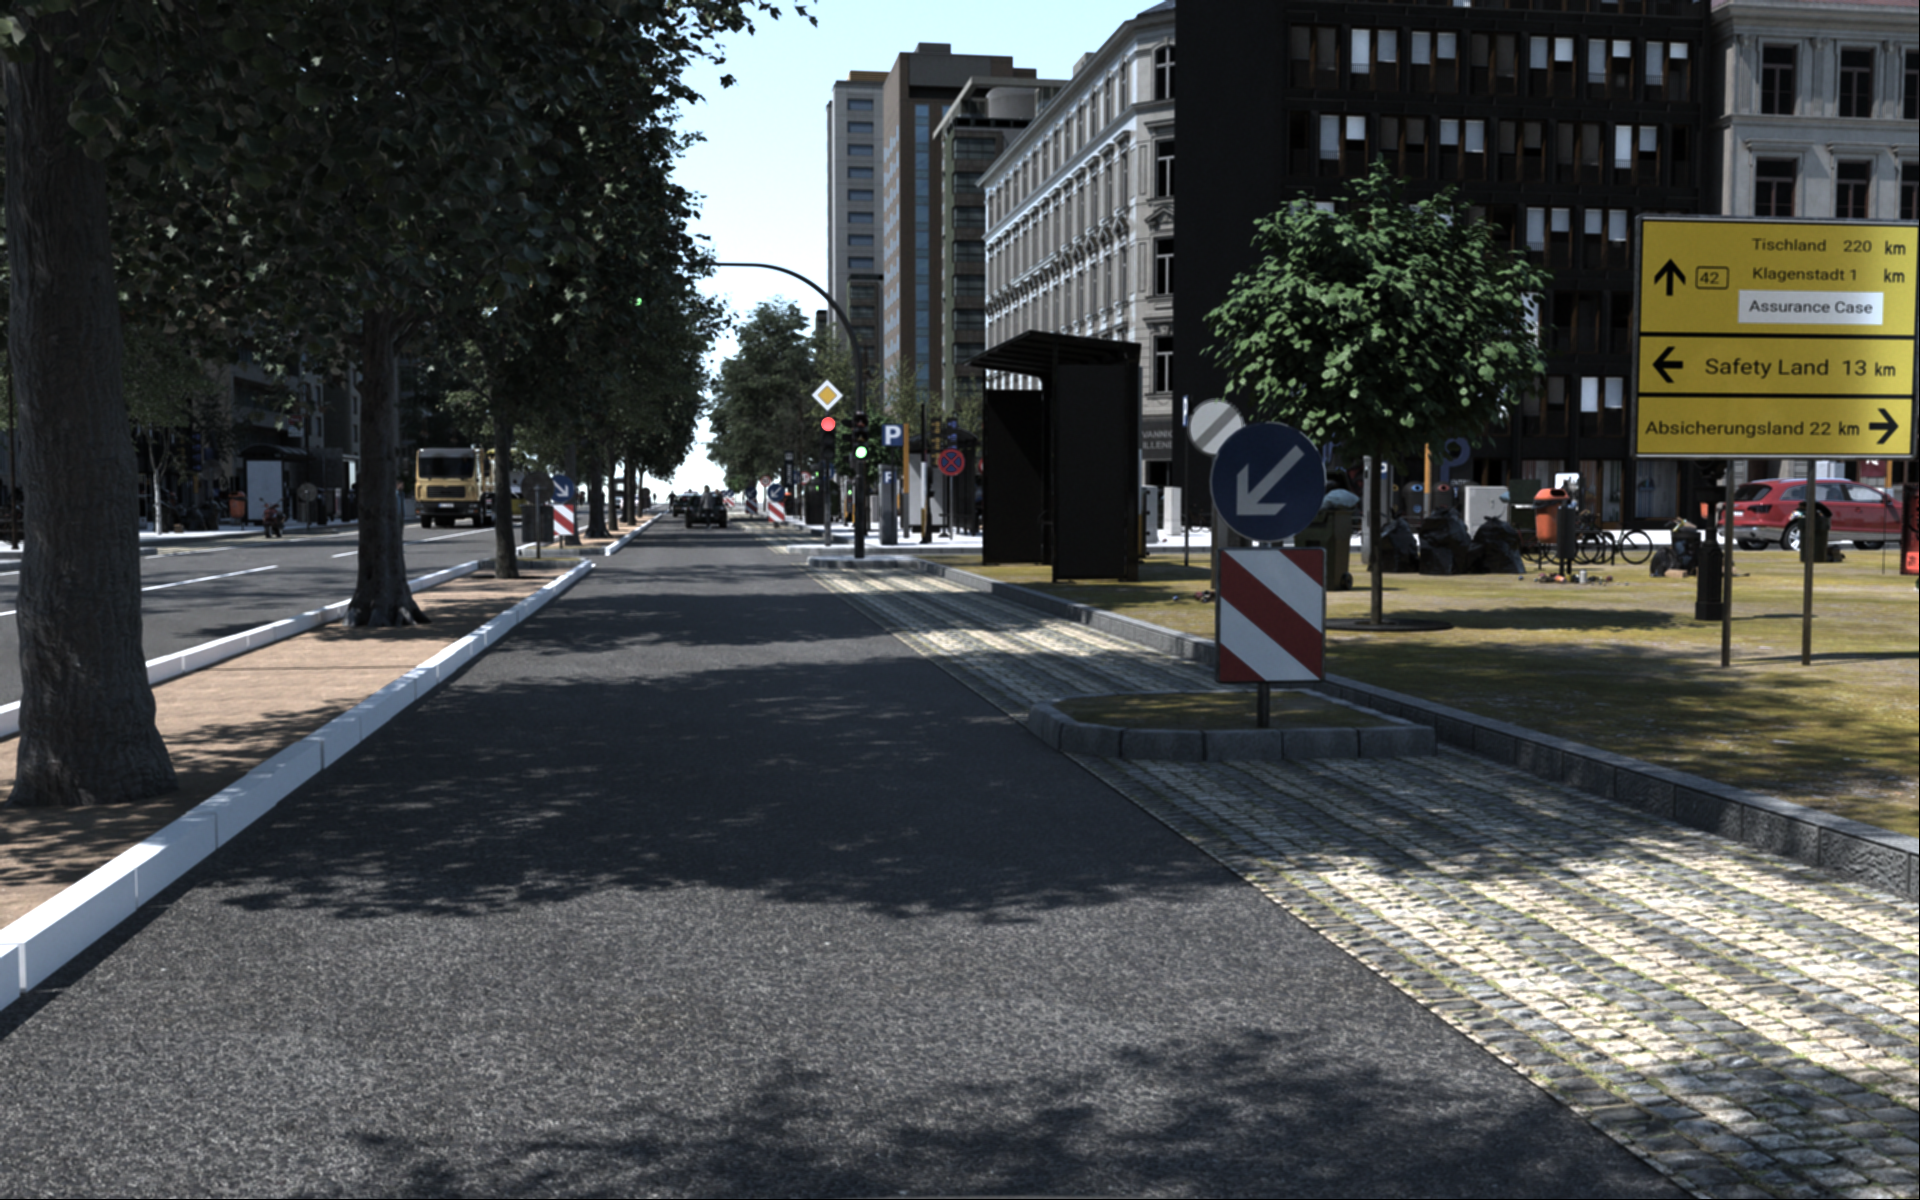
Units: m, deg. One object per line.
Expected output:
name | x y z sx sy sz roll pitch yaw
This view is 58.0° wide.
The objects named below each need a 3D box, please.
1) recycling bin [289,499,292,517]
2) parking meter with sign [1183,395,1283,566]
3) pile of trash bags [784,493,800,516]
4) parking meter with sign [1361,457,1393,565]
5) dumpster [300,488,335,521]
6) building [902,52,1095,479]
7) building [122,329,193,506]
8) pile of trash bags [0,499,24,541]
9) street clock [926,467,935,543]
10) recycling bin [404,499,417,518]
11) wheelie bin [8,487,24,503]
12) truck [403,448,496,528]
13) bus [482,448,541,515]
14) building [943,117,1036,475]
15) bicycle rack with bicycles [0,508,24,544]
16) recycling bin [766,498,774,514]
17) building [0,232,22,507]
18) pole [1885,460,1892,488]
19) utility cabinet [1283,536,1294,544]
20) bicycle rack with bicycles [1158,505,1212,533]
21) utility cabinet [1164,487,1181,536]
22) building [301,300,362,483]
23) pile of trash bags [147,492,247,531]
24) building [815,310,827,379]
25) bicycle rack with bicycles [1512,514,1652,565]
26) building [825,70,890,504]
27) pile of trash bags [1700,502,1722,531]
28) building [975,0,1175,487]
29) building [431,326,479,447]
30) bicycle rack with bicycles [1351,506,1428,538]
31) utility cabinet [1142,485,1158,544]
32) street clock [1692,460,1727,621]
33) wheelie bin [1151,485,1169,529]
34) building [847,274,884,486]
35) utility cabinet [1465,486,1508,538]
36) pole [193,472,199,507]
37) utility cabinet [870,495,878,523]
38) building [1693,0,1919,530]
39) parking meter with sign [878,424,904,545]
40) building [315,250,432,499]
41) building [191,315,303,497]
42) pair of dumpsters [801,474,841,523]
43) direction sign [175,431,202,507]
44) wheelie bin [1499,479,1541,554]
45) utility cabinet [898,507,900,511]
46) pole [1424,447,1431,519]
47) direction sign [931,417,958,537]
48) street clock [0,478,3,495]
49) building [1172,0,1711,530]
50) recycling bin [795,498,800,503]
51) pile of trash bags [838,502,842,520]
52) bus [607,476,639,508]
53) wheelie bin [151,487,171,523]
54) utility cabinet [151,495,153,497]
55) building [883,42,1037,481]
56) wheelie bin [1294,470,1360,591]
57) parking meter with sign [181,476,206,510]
recycling bin | -37.788 -5.189 97.390 0.722 1.027 0.722 2 4 24
parking meter with sign | 4.858 -2.111 30.780 1.738 3.016 0.543 0 4 -2
pile of trash bags | -9.583 -5.682 102.654 1.912 1.369 3.447 -2 4 -32
parking meter with sign | 7.624 -2.154 31.480 0.543 3.016 1.738 0 4 2
dumpster | -29.863 -4.570 80.476 1.264 1.857 1.865 -1 4 -9
building | 11.377 -28.432 156.744 32.217 40.220 23.993 -1 4 -9
building | -52.052 -16.374 97.391 12.332 23.373 15.834 -1 4 -9
pile of trash bags | -25.999 -2.391 48.844 1.912 1.369 3.447 2 4 32
street clock | -0.832 -2.512 45.646 0.358 2.002 0.471 0 4 -1
recycling bin | -30.329 -5.051 95.130 0.722 1.027 0.722 -3 4 -38
wheelie bin | -40.337 -4.053 74.178 0.693 1.594 0.980 -1 4 -19
truck | -21.819 -4.849 75.201 3.469 3.379 9.791 -1 4 -10
bus | -24.795 -6.361 95.549 2.896 3.916 12.252 -1 4 -10
building | 5.469 -22.335 136.886 14.160 30.474 14.107 -1 4 -9
bicycle rack with bicycles | -24.849 -1.910 44.605 2.925 0.926 2.852 -1 4 -14
recycling bin | -12.308 -6.215 114.168 0.722 1.027 0.722 -3 5 -44
building | -49.707 -17.929 79.036 13.634 28.700 20.117 -1 4 -9
pole | 28.712 -3.653 53.574 0.158 3.312 0.155 0 3 0
utility cabinet | 8.240 -2.164 44.068 1.173 1.500 0.318 -3 5 -44
bicycle rack with bicycles | 7.664 -2.735 58.095 2.852 0.926 2.925 -2 4 -32
utility cabinet | 6.542 -2.726 53.246 0.318 1.500 1.173 0 4 -5
building | -66.681 -18.362 145.257 27.650 21.520 28.899 -1 4 -9
pile of trash bags | -26.522 -3.116 60.699 3.447 1.369 1.912 1 4 14
building | -15.753 -30.534 270.924 14.160 30.474 14.107 -1 4 -9
bicycle rack with bicycles | 11.257 -1.143 32.067 2.925 0.926 2.852 1 4 16
building | -8.602 -43.246 249.075 21.231 58.520 28.212 -1 4 -9
pile of trash bags | 26.490 -3.003 58.844 3.447 1.369 1.912 -2 4 -24
building | 12.811 -19.705 98.591 17.030 29.872 44.131 -1 4 -9
building | -81.913 -39.965 242.664 28.713 52.752 27.495 -1 4 -9
bicycle rack with bicycles | 12.260 -2.294 50.882 2.925 0.926 2.852 3 5 43
utility cabinet | 4.475 -2.158 43.970 1.173 1.500 0.318 -2 4 -32
street clock | 7.603 -0.792 17.525 0.358 2.002 0.471 -1 4 -11
wheelie bin | 7.281 -3.366 62.934 0.980 1.594 0.693 0 4 6
building | -8.067 -27.933 228.398 14.160 30.474 14.107 -1 4 -9
utility cabinet | 15.163 -2.520 49.889 1.173 1.500 0.318 -1 4 -8
pole | -29.071 -4.405 65.863 0.158 3.312 0.155 0 3 0
utility cabinet | -3.964 -4.100 78.199 0.306 1.237 1.020 -1 4 -18
building | 35.944 -14.133 67.224 21.152 22.565 11.583 -1 4 -9
parking meter with sign | -1.809 -2.925 44.086 0.543 3.016 1.738 -1 4 -9
building | -79.938 -32.125 217.125 32.217 40.220 23.993 -1 4 -9
building | -59.435 -30.358 120.050 21.300 48.544 21.600 -1 4 -9
pair of dumpsters | -6.345 -4.704 79.397 1.574 2.255 4.437 -1 4 -9
direction sign | -27.713 -4.300 62.301 0.876 3.537 0.379 0 4 -7
wheelie bin | 12.028 -1.780 37.014 0.980 1.594 0.693 1 4 15
utility cabinet | -4.387 -6.217 110.326 1.173 1.500 0.318 1 4 13
pole | 14.542 -3.670 53.840 0.158 3.312 0.155 0 3 0
direction sign | -0.472 -3.632 51.381 0.876 3.537 0.379 2 4 25
street clock | -39.316 -4.044 70.688 0.471 2.002 0.358 -2 4 -26
building | 17.457 -14.436 65.702 15.834 23.373 12.332 -1 4 -9
recycling bin | -10.672 -6.220 114.259 0.722 1.027 0.722 -2 4 -29
pile of trash bags | -4.994 -4.653 85.834 1.912 1.369 3.447 -1 4 -11
bus | -33.237 -10.832 171.956 2.948 3.499 13.247 -1 4 -9
wheelie bin | -33.923 -4.016 73.577 0.693 1.594 0.980 -1 4 -14
utility cabinet | -39.376 -4.489 84.555 0.306 1.237 1.020 -3 4 -39
building | -0.027 -32.049 174.113 14.600 45.320 14.200 -1 4 -9
wheelie bin | 4.838 -0.924 23.015 0.980 1.594 0.693 3 4 37
parking meter with sign | -32.629 -4.750 73.926 0.543 3.016 1.738 1 4 22
